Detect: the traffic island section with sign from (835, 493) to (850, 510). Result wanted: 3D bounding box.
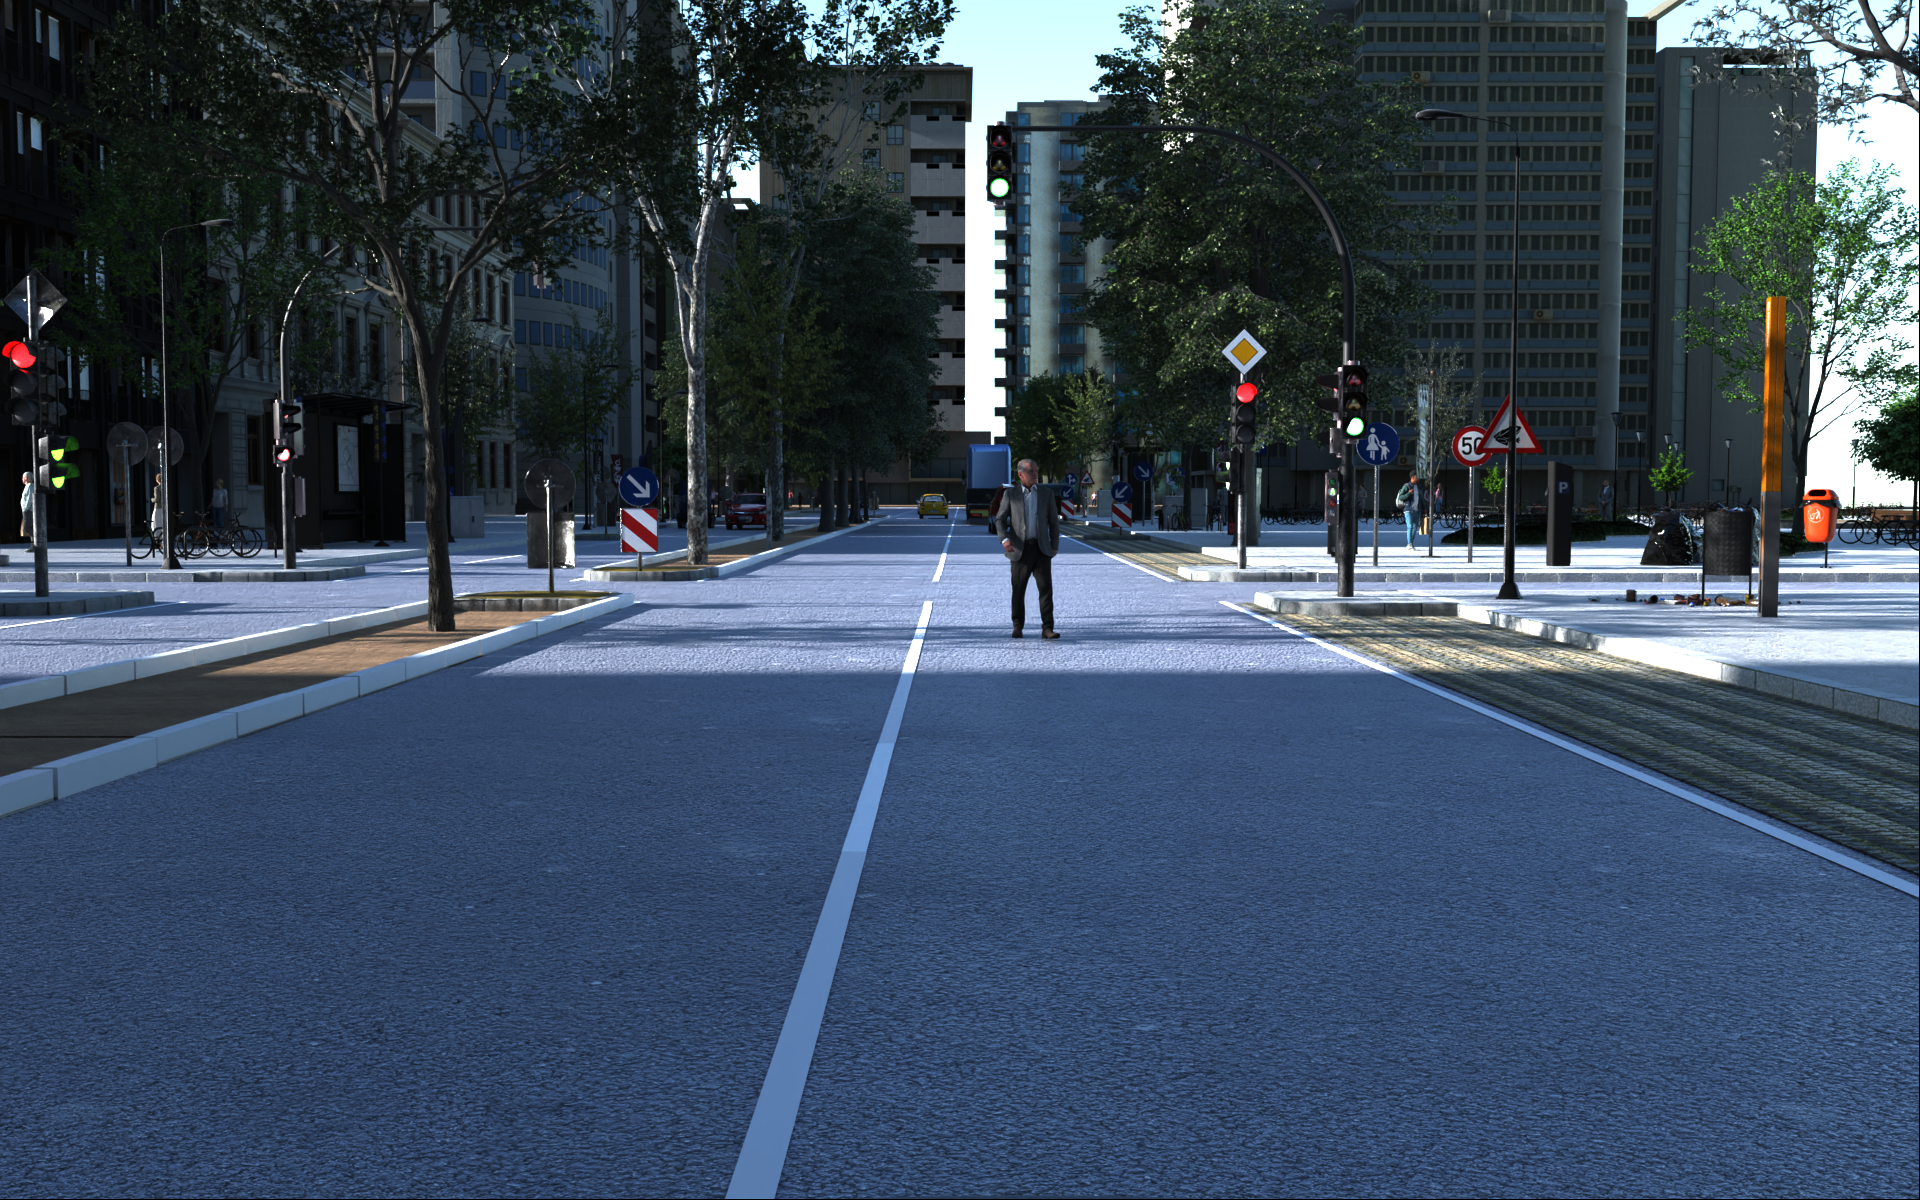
[{"bbox_3d":[-11.008,-9.160,158.389,1.989,1.847,2.006,0,3,0],"label":"traffic island section with sign"}]

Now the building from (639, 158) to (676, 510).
[{"bbox_3d":[-31.115,-22.515,139.823,14.160,30.474,14.107,0,3,0],"label":"building"}]

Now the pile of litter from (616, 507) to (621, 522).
[{"bbox_3d":[-15.824,-4.049,80.170,1.176,0.858,1.719,0,4,5],"label":"pile of litter"}]

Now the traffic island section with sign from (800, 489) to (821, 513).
[{"bbox_3d":[-11.043,-7.511,131.434,1.989,1.847,2.006,0,3,0],"label":"traffic island section with sign"}]

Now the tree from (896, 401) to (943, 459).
[{"bbox_3d":[-5.054,-9.602,93.864,8.767,10.594,7.601,0,3,0],"label":"tree"}]

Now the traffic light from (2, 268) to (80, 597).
[{"bbox_3d":[-11.470,-1.996,21.556,0.839,4.253,0.868,0,3,0],"label":"traffic light"}]

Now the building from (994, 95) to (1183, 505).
[{"bbox_3d":[19.352,-36.140,210.501,30.456,49.044,23.786,0,3,0],"label":"building"}]

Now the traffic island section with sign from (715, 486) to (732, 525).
[{"bbox_3d":[-11.108,-4.494,82.103,1.989,1.847,2.006,0,3,0],"label":"traffic island section with sign"}]

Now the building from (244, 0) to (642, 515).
[{"bbox_3d":[-35.013,-35.220,117.852,21.231,58.520,28.212,0,3,0],"label":"building"}]

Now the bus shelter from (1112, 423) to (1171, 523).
[{"bbox_3d":[8.334,-6.333,81.175,2.179,5.291,8.768,0,4,0],"label":"bus shelter"}]

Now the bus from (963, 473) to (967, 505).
[{"bbox_3d":[1.890,-10.655,165.755,2.896,3.916,12.252,0,4,-2],"label":"bus"}]

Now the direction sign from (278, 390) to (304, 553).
[{"bbox_3d":[-14.669,-2.816,38.034,0.379,3.537,0.876,1,4,13],"label":"direction sign"}]

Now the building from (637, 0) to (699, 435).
[{"bbox_3d":[-36.004,-32.712,158.536,21.600,48.544,21.300,0,3,0],"label":"building"}]

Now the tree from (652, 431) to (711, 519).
[{"bbox_3d":[-14.728,-6.541,90.656,4.285,4.588,4.351,0,3,0],"label":"tree"}]

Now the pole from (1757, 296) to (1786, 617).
[{"bbox_3d":[8.449,-1.479,18.021,0.158,3.312,0.155,0,3,0],"label":"pole"}]

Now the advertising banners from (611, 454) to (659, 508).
[{"bbox_3d":[-14.405,-4.928,76.759,2.074,3.025,0.090,-1,4,-12],"label":"advertising banners"}]

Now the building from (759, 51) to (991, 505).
[{"bbox_3d":[-10.081,-38.149,212.966,27.495,52.752,28.713,0,3,0],"label":"building"}]

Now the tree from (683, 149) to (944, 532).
[{"bbox_3d":[-5.039,-9.536,65.027,9.857,13.997,8.962,0,3,0],"label":"tree"}]

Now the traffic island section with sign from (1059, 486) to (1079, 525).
[{"bbox_3d":[4.912,-4.474,81.785,1.989,1.847,2.006,0,3,0],"label":"traffic island section with sign"}]

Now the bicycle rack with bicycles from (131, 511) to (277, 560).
[{"bbox_3d":[-15.217,-1.312,34.841,2.925,0.926,2.852,-3,5,-42],"label":"bicycle rack with bicycles"}]

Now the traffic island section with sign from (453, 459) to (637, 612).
[{"bbox_3d":[-5.327,-0.843,21.916,2.006,1.907,1.989,0,3,0],"label":"traffic island section with sign"}]

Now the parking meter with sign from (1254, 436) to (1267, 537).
[{"bbox_3d":[8.609,-3.363,51.246,0.543,3.016,1.738,2,4,23],"label":"parking meter with sign"}]

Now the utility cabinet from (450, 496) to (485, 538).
[{"bbox_3d":[-14.379,-2.398,50.363,1.020,1.237,0.306,-2,4,-27],"label":"utility cabinet"}]

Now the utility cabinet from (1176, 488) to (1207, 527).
[{"bbox_3d":[8.916,-3.549,66.709,1.173,1.500,0.318,1,4,20],"label":"utility cabinet"}]

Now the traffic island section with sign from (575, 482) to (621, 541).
[{"bbox_3d":[-11.143,-2.792,54.279,1.989,1.847,2.006,0,3,0],"label":"traffic island section with sign"}]

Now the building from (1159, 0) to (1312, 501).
[{"bbox_3d":[32.841,-34.622,155.316,28.713,52.752,27.495,0,3,0],"label":"building"}]

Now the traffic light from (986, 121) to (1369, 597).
[{"bbox_3d":[2.700,-2.859,21.412,4.771,5.953,1.251,0,3,0],"label":"traffic light"}]

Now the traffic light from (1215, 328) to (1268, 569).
[{"bbox_3d":[4.802,-2.484,29.535,0.839,4.253,0.868,0,3,0],"label":"traffic light"}]

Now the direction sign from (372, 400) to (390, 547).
[{"bbox_3d":[-14.152,-3.076,42.291,0.379,3.537,0.876,0,4,0],"label":"direction sign"}]

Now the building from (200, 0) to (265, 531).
[{"bbox_3d":[-30.449,-14.122,67.046,11.583,22.565,21.152,0,3,0],"label":"building"}]

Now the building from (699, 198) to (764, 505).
[{"bbox_3d":[-35.880,-31.957,214.381,23.993,40.220,32.217,0,3,0],"label":"building"}]

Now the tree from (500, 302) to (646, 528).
[{"bbox_3d":[-14.134,-7.056,65.726,4.737,8.622,4.395,0,3,0],"label":"tree"}]

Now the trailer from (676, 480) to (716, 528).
[{"bbox_3d":[-11.089,-3.977,72.065,1.471,1.999,3.904,0,4,0],"label":"trailer"}]

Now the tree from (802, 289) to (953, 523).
[{"bbox_3d":[-5.159,-10.119,84.913,9.611,12.733,9.660,0,3,0],"label":"tree"}]

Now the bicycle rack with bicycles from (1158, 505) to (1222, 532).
[{"bbox_3d":[7.925,-2.828,59.625,2.852,0.926,2.925,0,4,7],"label":"bicycle rack with bicycles"}]

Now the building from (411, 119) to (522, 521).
[{"bbox_3d":[-30.399,-15.444,88.667,11.583,22.565,21.152,0,3,0],"label":"building"}]

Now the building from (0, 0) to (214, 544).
[{"bbox_3d":[-30.341,-13.326,47.562,12.332,23.373,15.834,0,3,0],"label":"building"}]

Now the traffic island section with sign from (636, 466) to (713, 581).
[{"bbox_3d":[-5.307,-1.296,29.323,2.006,1.907,1.989,0,3,0],"label":"traffic island section with sign"}]

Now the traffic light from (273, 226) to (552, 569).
[{"bbox_3d":[-9.367,-3.358,29.573,4.771,5.953,1.251,0,3,0],"label":"traffic light"}]

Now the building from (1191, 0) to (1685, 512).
[{"bbox_3d":[33.859,-26.796,130.000,32.217,40.220,23.993,0,3,0],"label":"building"}]

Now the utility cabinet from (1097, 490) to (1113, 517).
[{"bbox_3d":[8.183,-5.329,95.815,1.173,1.500,0.318,-1,4,-17],"label":"utility cabinet"}]

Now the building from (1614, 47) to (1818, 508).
[{"bbox_3d":[69.732,-29.281,162.346,14.086,41.232,14.154,0,3,0],"label":"building"}]

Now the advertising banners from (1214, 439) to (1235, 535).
[{"bbox_3d":[8.563,-3.548,54.190,0.090,3.025,2.074,-2,4,-29],"label":"advertising banners"}]

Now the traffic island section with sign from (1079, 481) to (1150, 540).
[{"bbox_3d":[4.878,-2.790,54.248,1.989,1.847,2.006,0,3,0],"label":"traffic island section with sign"}]

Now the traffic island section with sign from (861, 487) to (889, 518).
[{"bbox_3d":[-5.218,-5.891,104.462,2.006,1.907,1.989,0,3,0],"label":"traffic island section with sign"}]

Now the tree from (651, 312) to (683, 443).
[{"bbox_3d":[-13.906,-12.091,104.345,9.857,13.997,8.962,0,3,0],"label":"tree"}]

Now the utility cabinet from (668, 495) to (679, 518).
[{"bbox_3d":[-15.301,-5.024,93.308,1.020,1.237,0.306,3,5,44],"label":"utility cabinet"}]

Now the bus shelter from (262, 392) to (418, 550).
[{"bbox_3d":[-15.262,-3.164,43.012,1.731,3.624,6.357,0,3,0],"label":"bus shelter"}]

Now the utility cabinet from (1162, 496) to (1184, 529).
[{"bbox_3d":[7.944,-3.198,63.445,1.020,1.237,0.306,-1,4,-13],"label":"utility cabinet"}]
